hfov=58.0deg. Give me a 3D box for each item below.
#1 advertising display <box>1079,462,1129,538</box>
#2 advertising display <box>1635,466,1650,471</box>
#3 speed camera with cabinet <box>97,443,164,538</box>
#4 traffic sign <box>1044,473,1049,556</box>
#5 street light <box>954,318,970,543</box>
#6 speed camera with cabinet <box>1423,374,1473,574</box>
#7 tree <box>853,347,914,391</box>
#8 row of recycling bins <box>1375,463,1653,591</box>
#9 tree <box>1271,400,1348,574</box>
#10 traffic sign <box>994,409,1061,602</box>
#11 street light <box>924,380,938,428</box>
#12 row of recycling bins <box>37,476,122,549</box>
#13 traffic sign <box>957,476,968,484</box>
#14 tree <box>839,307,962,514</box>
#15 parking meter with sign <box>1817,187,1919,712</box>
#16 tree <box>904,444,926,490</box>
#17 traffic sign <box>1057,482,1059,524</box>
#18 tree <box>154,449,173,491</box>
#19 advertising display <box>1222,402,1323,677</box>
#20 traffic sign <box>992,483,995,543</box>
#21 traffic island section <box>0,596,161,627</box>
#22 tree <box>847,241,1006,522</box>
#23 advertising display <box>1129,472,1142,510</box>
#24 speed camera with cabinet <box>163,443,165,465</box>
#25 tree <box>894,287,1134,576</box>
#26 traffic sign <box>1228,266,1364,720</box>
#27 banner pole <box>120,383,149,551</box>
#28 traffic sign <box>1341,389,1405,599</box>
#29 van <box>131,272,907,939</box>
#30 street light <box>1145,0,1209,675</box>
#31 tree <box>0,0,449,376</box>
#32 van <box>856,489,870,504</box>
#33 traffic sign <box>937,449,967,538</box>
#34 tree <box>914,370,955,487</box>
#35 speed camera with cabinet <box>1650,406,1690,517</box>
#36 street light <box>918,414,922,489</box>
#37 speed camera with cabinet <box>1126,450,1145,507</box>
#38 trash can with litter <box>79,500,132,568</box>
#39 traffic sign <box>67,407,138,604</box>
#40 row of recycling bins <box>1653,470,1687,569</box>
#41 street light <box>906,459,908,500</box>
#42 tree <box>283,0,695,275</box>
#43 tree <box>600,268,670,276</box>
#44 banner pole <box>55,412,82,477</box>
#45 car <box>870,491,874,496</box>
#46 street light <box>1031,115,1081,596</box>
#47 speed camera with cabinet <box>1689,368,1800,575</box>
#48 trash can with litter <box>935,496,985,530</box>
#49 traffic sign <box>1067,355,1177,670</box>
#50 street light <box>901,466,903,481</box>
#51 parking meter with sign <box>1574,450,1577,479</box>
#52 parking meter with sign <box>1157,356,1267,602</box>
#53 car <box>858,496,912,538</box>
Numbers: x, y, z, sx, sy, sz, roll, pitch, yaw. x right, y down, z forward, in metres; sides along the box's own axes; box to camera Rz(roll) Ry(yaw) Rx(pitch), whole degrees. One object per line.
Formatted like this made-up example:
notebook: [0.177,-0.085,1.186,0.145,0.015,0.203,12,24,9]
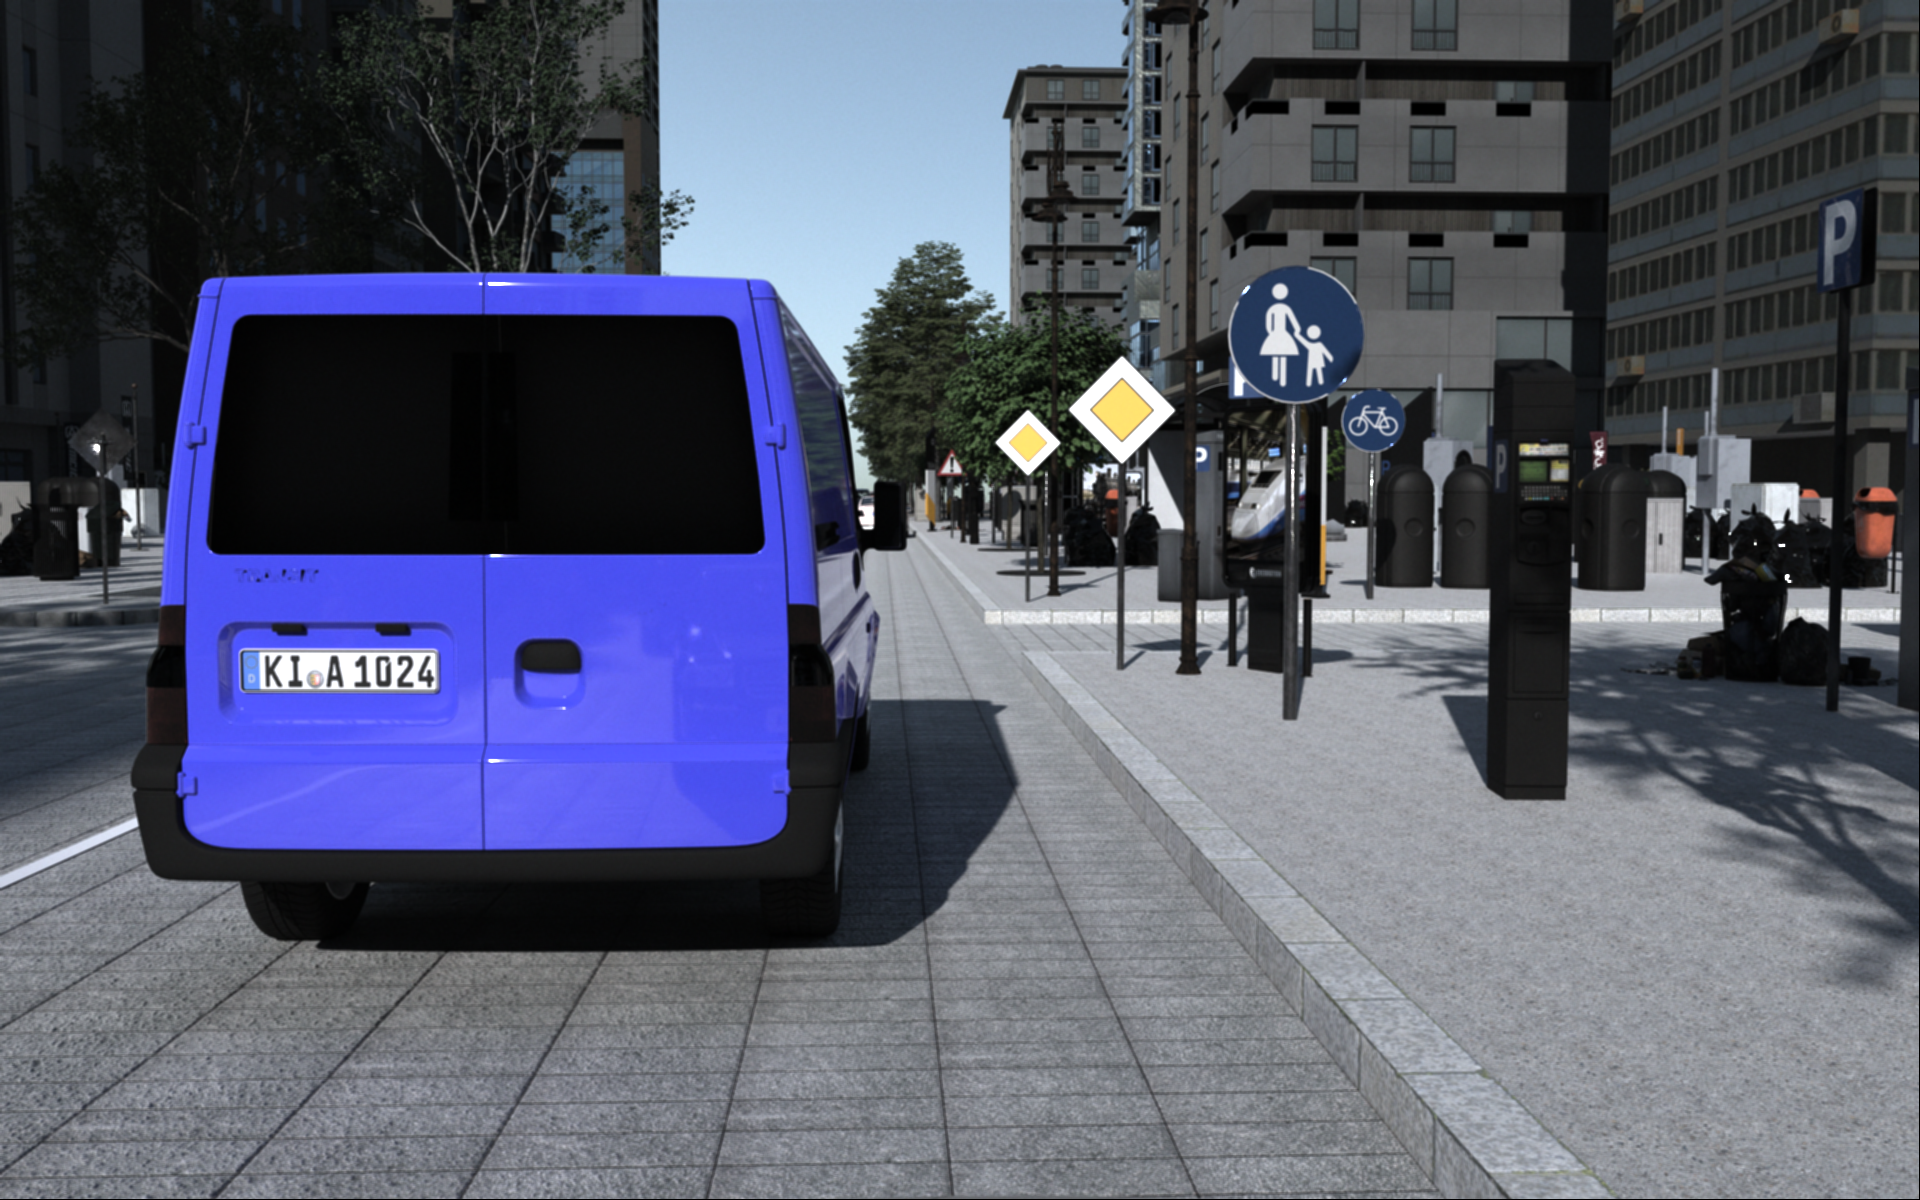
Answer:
advertising display: [2.826,-1.782,34.342,0.974,1.923,0.123,-1,4,-20]
advertising display: [16.106,-2.166,40.628,0.974,1.923,0.123,-3,5,-41]
speed camera with cabinet: [-24.599,-3.478,51.193,2.038,3.252,0.660,2,4,27]
traffic sign: [1.786,-2.178,35.723,0.768,2.556,0.104,0,4,1]
street light: [0.086,-4.462,45.747,0.468,5.910,1.993,0,4,-3]
speed camera with cabinet: [7.518,-2.055,27.932,2.038,3.252,0.660,-3,5,-44]
tree: [-6.199,-21.951,214.790,12.611,20.169,13.585,0,3,0]
row of recycling bins: [7.462,-1.008,23.599,3.534,1.692,1.069,1,4,18]
tree: [5.367,-2.036,27.890,1.663,3.219,1.824,0,3,0]
traffic sign: [0.803,-1.034,20.556,0.795,2.450,0.064,0,4,-3]
street light: [-1.120,-5.956,70.162,0.468,5.910,1.993,0,4,-3]
row of recycling bins: [-21.075,-2.093,41.332,3.534,1.692,1.069,3,5,44]
traffic sign: [0.231,-5.208,85.256,0.768,2.556,0.104,0,4,2]
tree: [-2.765,-12.466,110.473,9.857,13.997,8.962,0,3,0]
parking meter with sign: [5.988,-0.848,10.130,1.738,3.016,0.543,0,4,2]
tree: [-2.692,-10.748,126.094,4.360,8.622,3.978,0,3,0]
traffic sign: [2.061,-2.249,36.770,0.884,2.594,0.081,0,4,4]
tree: [-28.321,-4.198,63.245,1.663,3.219,1.824,0,3,0]
advertising display: [2.238,-0.446,12.499,0.123,1.923,0.974,-2,4,-29]
traffic sign: [0.878,-2.752,45.108,0.768,2.556,0.104,0,4,7]
traffic island section: [-9.955,0.130,20.148,2.009,0.180,2.903,0,4,-3]
tree: [-1.447,-9.806,78.463,7.486,12.596,7.792,0,3,0]
advertising display: [4.723,-2.717,49.631,0.974,1.923,0.123,0,4,8]
speed camera with cabinet: [-31.453,-4.471,67.433,2.038,3.252,0.660,3,5,45]
tree: [1.367,-2.693,27.737,4.285,4.588,4.351,0,3,0]
traffic sign: [1.878,-0.592,9.783,0.768,2.556,0.104,0,4,-2]
banner pole: [-18.626,-2.994,38.962,0.401,3.779,0.863,0,4,1]
traffic sign: [5.005,-1.282,21.061,0.768,2.556,0.104,0,4,2]
van: [-1.354,-0.175,7.245,2.240,2.365,5.245,0,4,-1]
street light: [1.633,-2.410,12.199,0.468,5.910,1.993,0,4,-3]
tree: [-13.073,-5.857,30.179,7.601,10.594,8.767,0,4,8]
van: [-8.174,-8.359,143.683,2.013,2.044,4.112,0,4,-2]
traffic sign: [-0.232,-3.072,50.230,0.884,2.594,0.081,0,4,2]
tree: [-1.397,-9.280,102.089,4.737,8.622,4.395,0,3,0]
speed camera with cabinet: [16.345,-2.708,38.613,0.660,3.252,2.038,-1,4,-22]
street light: [-2.085,-7.429,94.250,0.468,5.910,1.993,0,4,-3]
speed camera with cabinet: [6.066,-4.227,63.452,0.660,3.252,2.038,2,4,28]
trash can with litter: [-15.067,-1.156,30.291,0.624,1.170,1.055,1,4,11]
traffic sign: [-9.931,-1.006,20.087,0.795,2.450,0.064,0,4,-3]
row of recycling bins: [12.025,-1.468,31.109,1.069,1.692,3.534,0,4,0]
street light: [-3.346,-9.122,121.940,0.468,5.910,1.993,0,4,-3]
tree: [-14.574,-12.161,54.721,12.611,20.169,13.585,0,3,0]
tree: [-15.396,-9.457,80.377,9.928,11.665,9.643,0,3,0]
banner pole: [-27.247,-3.845,52.888,0.863,3.779,0.401,-1,4,-17]
car: [-11.788,-14.320,242.806,2.281,1.827,5.304,0,4,-1]
street light: [1.184,-2.989,21.665,0.468,5.910,1.993,0,4,-3]
speed camera with cabinet: [12.102,-1.976,26.640,0.660,3.252,2.038,0,4,-5]
trash can with litter: [-0.132,-3.161,62.739,1.678,1.210,2.233,-1,4,-15]
traffic sign: [1.167,-0.547,12.579,0.795,2.450,0.064,0,4,-3]
street light: [-5.679,-12.148,171.412,0.468,5.910,1.993,0,4,-3]
parking meter with sign: [23.276,-4.389,68.025,1.738,3.016,0.543,1,4,17]
parking meter with sign: [3.072,-1.521,21.137,0.543,3.016,1.738,3,5,41]
car: [-2.647,-2.788,57.946,2.083,1.381,4.827,0,4,-2]
